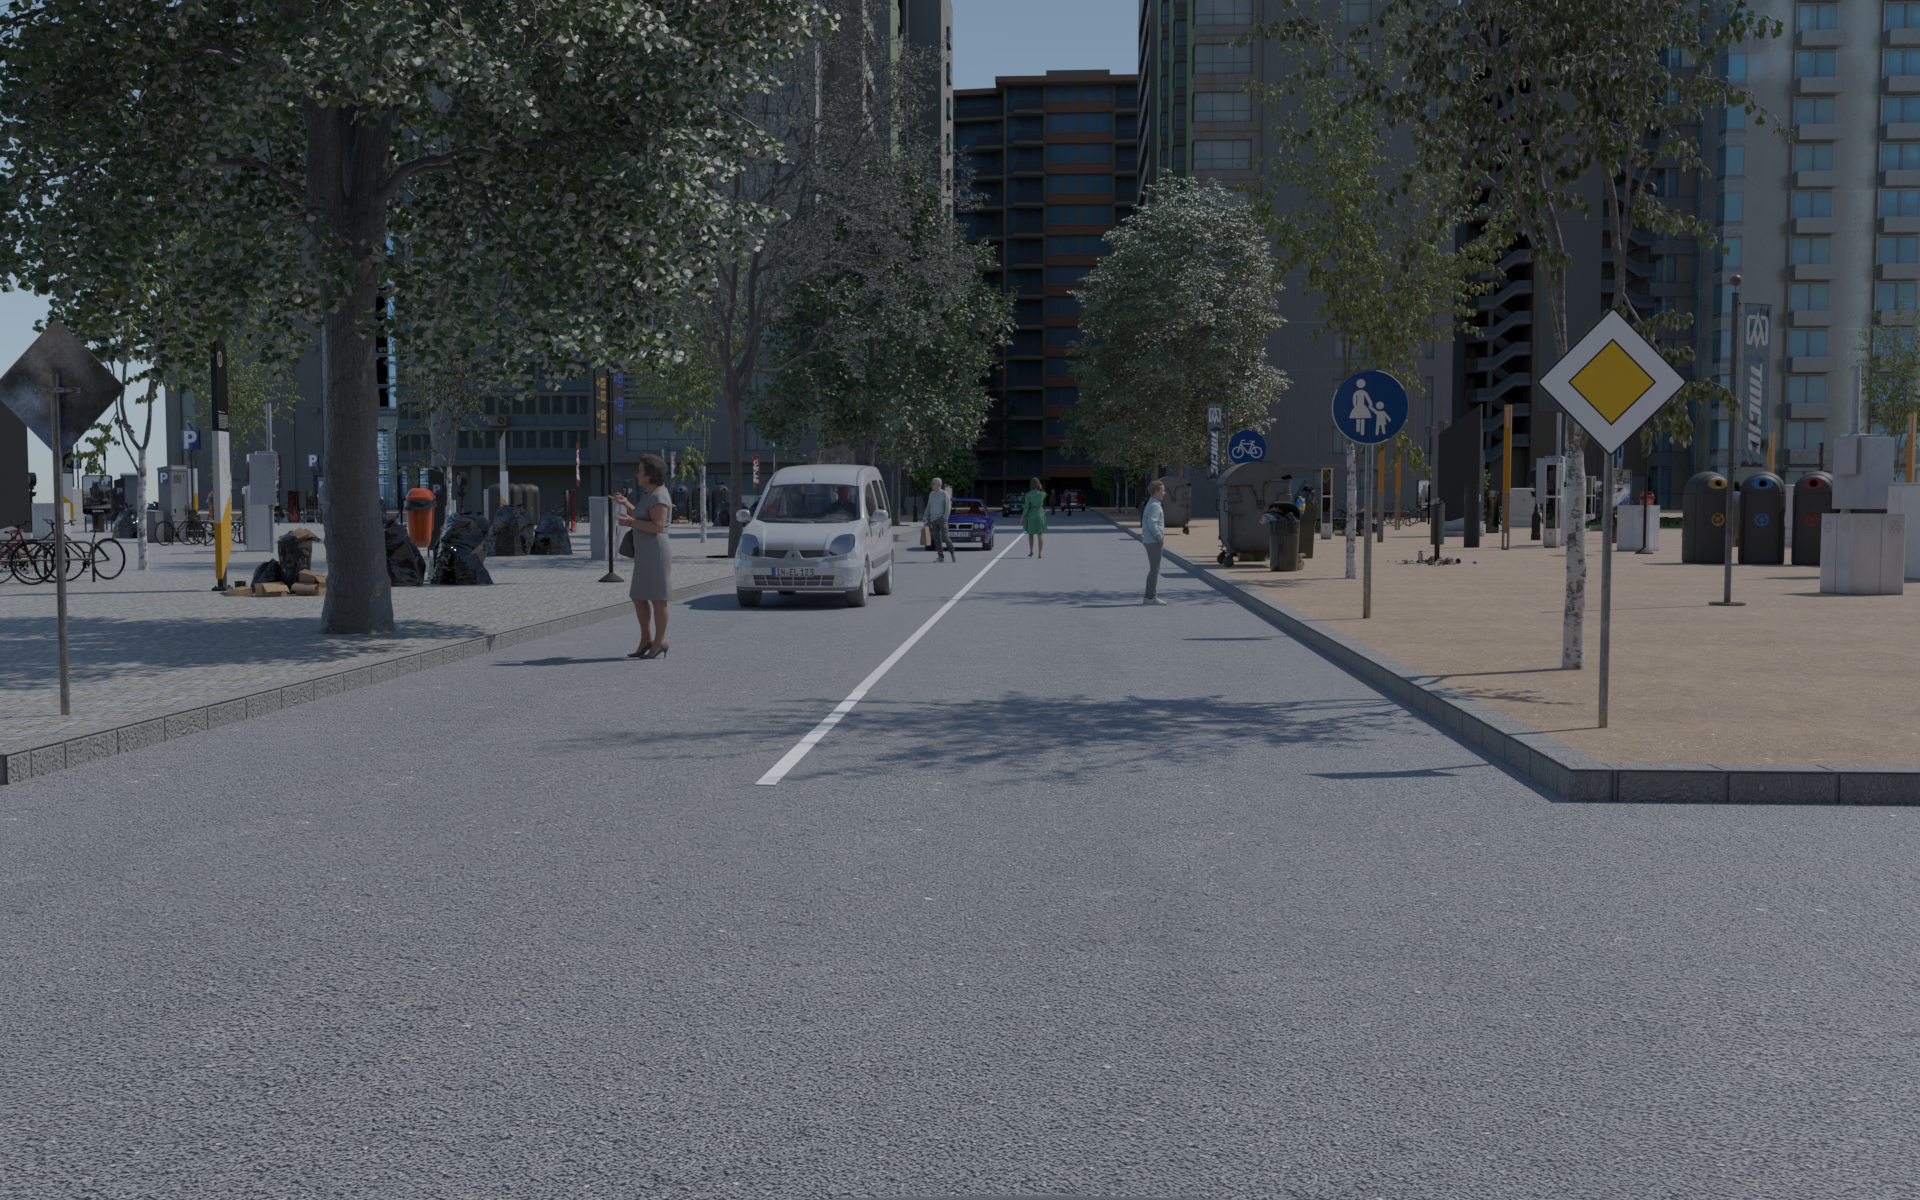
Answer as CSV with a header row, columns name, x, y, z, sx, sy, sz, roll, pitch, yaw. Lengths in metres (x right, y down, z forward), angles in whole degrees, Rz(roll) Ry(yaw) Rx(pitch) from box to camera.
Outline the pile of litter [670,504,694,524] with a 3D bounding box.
name,x,y,z,sx,sy,sz,roll,pitch,yaw
pile of litter,-12.252,-3.715,74.706,1.719,0.858,1.176,-2,4,-25

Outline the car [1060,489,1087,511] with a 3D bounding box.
name,x,y,z,sx,sy,sz,roll,pitch,yaw
car,9.450,-8.315,144.626,2.281,1.827,5.304,0,4,4

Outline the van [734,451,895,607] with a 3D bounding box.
name,x,y,z,sx,sy,sz,roll,pitch,yaw
van,-1.896,-0.999,23.346,2.013,2.044,4.112,0,4,5

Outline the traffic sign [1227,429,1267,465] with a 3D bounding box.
name,x,y,z,sx,sy,sz,roll,pitch,yaw
traffic sign,5.654,-2.084,34.182,0.768,2.556,0.104,0,4,5

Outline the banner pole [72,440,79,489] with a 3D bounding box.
name,x,y,z,sx,sy,sz,roll,pitch,yaw
banner pole,-40.536,-5.449,79.112,0.863,3.779,0.401,-2,4,-35

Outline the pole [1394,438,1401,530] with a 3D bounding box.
name,x,y,z,sx,sy,sz,roll,pitch,yaw
pole,15.656,-4.164,61.926,0.158,3.312,0.155,0,3,0

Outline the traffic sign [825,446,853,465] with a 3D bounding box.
name,x,y,z,sx,sy,sz,roll,pitch,yaw
traffic sign,-3.185,-2.779,45.551,0.768,2.556,0.104,1,4,10

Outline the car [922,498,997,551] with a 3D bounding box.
name,x,y,z,sx,sy,sz,roll,pitch,yaw
car,0.008,-1.990,45.121,1.945,1.354,3.894,0,4,2

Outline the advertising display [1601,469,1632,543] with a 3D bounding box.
name,x,y,z,sx,sy,sz,roll,pitch,yaw
advertising display,17.155,-2.443,45.165,0.974,1.923,0.123,-2,4,-34

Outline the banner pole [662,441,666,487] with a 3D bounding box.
name,x,y,z,sx,sy,sz,roll,pitch,yaw
banner pole,-14.107,-5.663,82.605,0.401,3.779,0.863,-2,4,-24

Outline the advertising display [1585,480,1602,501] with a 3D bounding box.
name,x,y,z,sx,sy,sz,roll,pitch,yaw
advertising display,29.502,-4.628,80.877,0.974,1.923,0.123,2,4,31

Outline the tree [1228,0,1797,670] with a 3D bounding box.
name,x,y,z,sx,sy,sz,roll,pitch,yaw
tree,4.303,-3.790,12.327,4.360,8.622,3.978,0,3,0

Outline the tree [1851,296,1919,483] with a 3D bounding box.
name,x,y,z,sx,sy,sz,roll,pitch,yaw
tree,35.524,-7.025,65.215,4.737,8.622,4.395,0,3,0

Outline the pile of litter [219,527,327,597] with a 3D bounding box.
name,x,y,z,sx,sy,sz,roll,pitch,yaw
pile of litter,-8.494,-0.493,22.023,1.719,0.858,1.176,1,4,13

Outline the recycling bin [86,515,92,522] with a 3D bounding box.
name,x,y,z,sx,sy,sz,roll,pitch,yaw
recycling bin,-40.613,-4.187,81.017,0.722,1.027,0.722,-1,4,-15

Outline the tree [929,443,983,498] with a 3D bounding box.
name,x,y,z,sx,sy,sz,roll,pitch,yaw
tree,-0.223,-7.183,101.149,4.285,4.588,4.351,0,3,0

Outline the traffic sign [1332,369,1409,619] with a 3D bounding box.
name,x,y,z,sx,sy,sz,roll,pitch,yaw
traffic sign,4.199,-1.082,17.798,0.768,2.556,0.104,1,4,11

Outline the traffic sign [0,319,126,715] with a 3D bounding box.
name,x,y,z,sx,sy,sz,roll,pitch,yaw
traffic sign,-5.196,-0.389,10.001,0.795,2.450,0.064,0,4,3

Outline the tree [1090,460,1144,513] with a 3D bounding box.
name,x,y,z,sx,sy,sz,roll,pitch,yaw
tree,10.977,-8.237,118.386,4.285,4.588,4.351,0,3,0

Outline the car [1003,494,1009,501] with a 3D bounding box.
name,x,y,z,sx,sy,sz,roll,pitch,yaw
car,4.075,-7.167,127.398,2.015,1.641,3.980,0,4,2

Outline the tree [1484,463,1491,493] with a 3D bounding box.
name,x,y,z,sx,sy,sz,roll,pitch,yaw
tree,22.781,-4.996,76.286,1.663,3.219,1.824,0,3,0

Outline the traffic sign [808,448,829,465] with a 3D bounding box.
name,x,y,z,sx,sy,sz,roll,pitch,yaw
traffic sign,-3.815,-2.902,47.558,0.768,2.556,0.104,1,4,9

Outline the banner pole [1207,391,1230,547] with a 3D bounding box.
name,x,y,z,sx,sy,sz,roll,pitch,yaw
banner pole,6.285,-3.176,41.950,0.863,3.779,0.401,-2,4,-32

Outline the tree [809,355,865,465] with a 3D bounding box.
name,x,y,z,sx,sy,sz,roll,pitch,yaw
tree,-5.214,-7.964,80.567,4.737,8.622,4.395,0,3,0

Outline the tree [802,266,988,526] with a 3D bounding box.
name,x,y,z,sx,sy,sz,roll,pitch,yaw
tree,-2.678,-8.754,68.884,9.928,11.665,9.643,0,3,0

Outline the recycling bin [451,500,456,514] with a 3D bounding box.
name,x,y,z,sx,sy,sz,roll,pitch,yaw
recycling bin,-22.027,-3.778,74.329,0.722,1.027,0.722,-1,4,-18

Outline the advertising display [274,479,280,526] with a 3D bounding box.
name,x,y,z,sx,sy,sz,roll,pitch,yaw
advertising display,-27.978,-3.961,69.971,0.974,1.923,0.123,-3,5,-41

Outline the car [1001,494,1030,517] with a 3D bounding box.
name,x,y,z,sx,sy,sz,roll,pitch,yaw
car,3.588,-6.051,108.726,2.009,1.686,4.222,0,4,5

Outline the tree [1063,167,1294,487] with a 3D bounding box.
name,x,y,z,sx,sy,sz,roll,pitch,yaw
tree,8.775,-9.946,69.272,9.857,13.997,8.962,0,3,0

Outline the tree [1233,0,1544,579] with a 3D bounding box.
name,x,y,z,sx,sy,sz,roll,pitch,yaw
tree,6.117,-4.618,25.873,4.737,8.622,4.395,0,3,0

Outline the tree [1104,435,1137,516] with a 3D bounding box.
name,x,y,z,sx,sy,sz,roll,pitch,yaw
tree,9.515,-9.193,100.670,4.737,8.622,4.395,0,3,0

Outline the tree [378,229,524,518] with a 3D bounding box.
name,x,y,z,sx,sy,sz,roll,pitch,yaw
tree,-14.051,-5.948,47.609,4.360,8.622,3.978,0,3,0

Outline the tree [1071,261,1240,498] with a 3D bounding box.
name,x,y,z,sx,sy,sz,roll,pitch,yaw
tree,9.285,-10.176,83.378,9.611,12.733,9.660,0,3,0

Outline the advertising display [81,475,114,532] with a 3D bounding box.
name,x,y,z,sx,sy,sz,roll,pitch,yaw
advertising display,-29.009,-3.245,58.275,0.974,1.923,0.123,0,4,-4

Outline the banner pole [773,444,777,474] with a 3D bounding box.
name,x,y,z,sx,sy,sz,roll,pitch,yaw
banner pole,-6.824,-4.516,63.861,0.401,3.779,0.863,0,4,3

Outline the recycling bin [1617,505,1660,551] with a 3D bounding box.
name,x,y,z,sx,sy,sz,roll,pitch,yaw
recycling bin,15.291,-1.620,39.043,0.722,1.027,0.722,3,5,41

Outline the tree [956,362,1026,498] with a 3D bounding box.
name,x,y,z,sx,sy,sz,roll,pitch,yaw
tree,1.116,-11.303,119.214,7.601,10.594,8.767,0,4,8

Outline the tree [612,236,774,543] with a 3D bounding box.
name,x,y,z,sx,sy,sz,roll,pitch,yaw
tree,-6.995,-5.808,45.316,4.737,8.622,4.395,0,3,0

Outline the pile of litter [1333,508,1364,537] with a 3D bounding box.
name,x,y,z,sx,sy,sz,roll,pitch,yaw
pile of litter,11.993,-2.384,52.939,1.176,0.858,1.719,1,4,21

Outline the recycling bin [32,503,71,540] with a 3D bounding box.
name,x,y,z,sx,sy,sz,roll,pitch,yaw
recycling bin,-25.549,-2.211,48.707,0.722,1.027,0.722,0,4,6

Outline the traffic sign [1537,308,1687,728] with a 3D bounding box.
name,x,y,z,sx,sy,sz,roll,pitch,yaw
traffic sign,3.531,-0.356,9.458,0.795,2.450,0.064,0,4,3

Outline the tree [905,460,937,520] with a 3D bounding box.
name,x,y,z,sx,sy,sz,roll,pitch,yaw
tree,-1.999,-5.659,87.126,1.663,3.219,1.824,0,3,0

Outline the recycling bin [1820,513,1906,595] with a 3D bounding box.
name,x,y,z,sx,sy,sz,roll,pitch,yaw
recycling bin,11.605,-0.595,22.280,0.722,1.027,0.722,0,4,-8

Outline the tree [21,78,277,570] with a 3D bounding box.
name,x,y,z,sx,sy,sz,roll,pitch,yaw
tree,-13.770,-4.823,29.215,4.737,8.622,4.395,0,3,0

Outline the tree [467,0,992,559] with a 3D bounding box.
name,x,y,z,sx,sy,sz,roll,pitch,yaw
tree,-4.472,-7.580,34.299,12.009,13.543,11.850,0,3,0

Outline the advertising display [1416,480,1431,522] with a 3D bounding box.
name,x,y,z,sx,sy,sz,roll,pitch,yaw
advertising display,20.946,-4.467,78.257,0.974,1.923,0.123,-3,5,-40

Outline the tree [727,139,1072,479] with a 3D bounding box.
name,x,y,z,sx,sy,sz,roll,pitch,yaw
tree,-2.873,-8.454,55.225,9.611,12.733,9.660,0,3,0

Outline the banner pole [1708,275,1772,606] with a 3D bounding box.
name,x,y,z,sx,sy,sz,roll,pitch,yaw
banner pole,9.068,-1.834,19.997,0.863,3.779,0.401,-2,4,-27

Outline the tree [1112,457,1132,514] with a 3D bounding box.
name,x,y,z,sx,sy,sz,roll,pitch,yaw
tree,10.357,-9.840,111.242,4.360,8.622,3.978,0,3,0

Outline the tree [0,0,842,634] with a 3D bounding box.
name,x,y,z,sx,sy,sz,roll,pitch,yaw
tree,-5.523,-6.675,15.793,9.857,13.997,8.962,0,3,0
